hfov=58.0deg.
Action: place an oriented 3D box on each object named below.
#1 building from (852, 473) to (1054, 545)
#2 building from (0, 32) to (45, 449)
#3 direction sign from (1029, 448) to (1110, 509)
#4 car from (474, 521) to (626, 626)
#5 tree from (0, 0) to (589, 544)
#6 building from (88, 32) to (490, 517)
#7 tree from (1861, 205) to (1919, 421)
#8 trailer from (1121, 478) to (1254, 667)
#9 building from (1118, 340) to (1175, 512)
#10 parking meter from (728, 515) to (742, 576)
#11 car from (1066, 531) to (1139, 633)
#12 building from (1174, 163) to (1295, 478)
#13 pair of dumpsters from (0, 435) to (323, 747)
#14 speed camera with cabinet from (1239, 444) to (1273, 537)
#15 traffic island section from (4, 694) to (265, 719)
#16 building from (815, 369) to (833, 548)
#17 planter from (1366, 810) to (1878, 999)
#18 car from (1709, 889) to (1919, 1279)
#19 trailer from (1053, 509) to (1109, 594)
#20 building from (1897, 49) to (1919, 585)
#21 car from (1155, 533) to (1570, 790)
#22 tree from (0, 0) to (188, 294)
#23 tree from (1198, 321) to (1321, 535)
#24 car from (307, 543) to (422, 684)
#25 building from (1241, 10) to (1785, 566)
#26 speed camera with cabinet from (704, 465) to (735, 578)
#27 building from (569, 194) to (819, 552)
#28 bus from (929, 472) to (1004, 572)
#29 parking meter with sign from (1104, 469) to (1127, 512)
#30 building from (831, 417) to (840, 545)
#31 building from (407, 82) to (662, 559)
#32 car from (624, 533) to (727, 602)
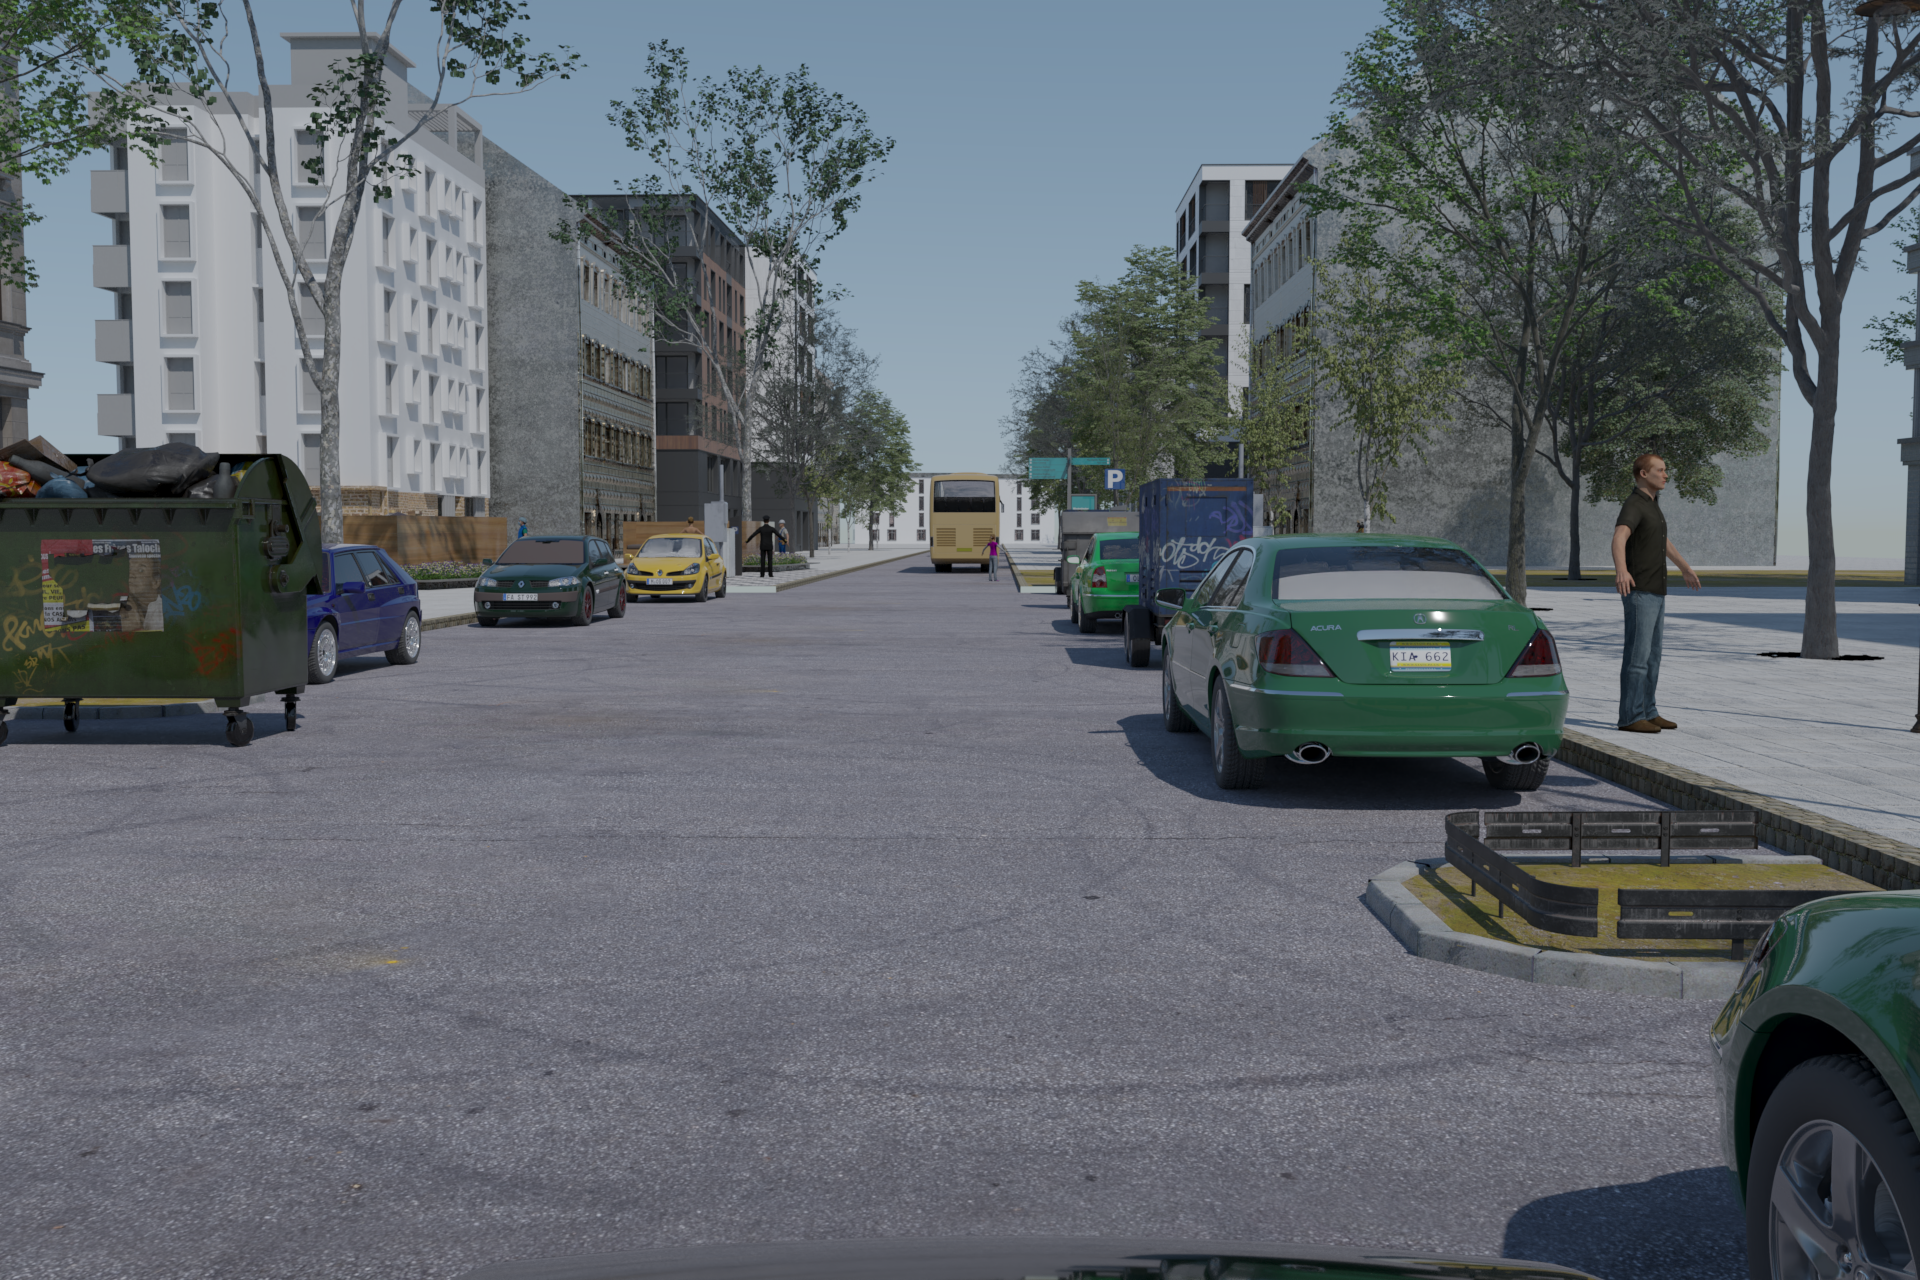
[{"bbox_3d":[-0.838,-17.904,237.334,28.070,9.664,9.099,0,4,-8],"label":"building"},{"bbox_3d":[-29.487,-10.744,25.627,10.553,20.879,40.483,0,4,2],"label":"building"},{"bbox_3d":[3.396,-3.960,53.514,2.525,3.948,1.411,0,4,2],"label":"direction sign"},{"bbox_3d":[-6.616,-1.126,28.198,2.009,1.686,4.222,0,4,1],"label":"car"},{"bbox_3d":[-12.811,-10.869,33.606,12.611,20.169,13.585,0,3,0],"label":"tree"},{"bbox_3d":[-26.995,-12.872,66.879,16.016,20.090,11.380,0,4,2],"label":"building"},{"bbox_3d":[28.300,-7.375,46.331,9.928,11.665,9.643,0,3,0],"label":"tree"},{"bbox_3d":[2.565,-0.771,19.655,1.471,1.999,3.904,0,4,1],"label":"trailer"},{"bbox_3d":[24.624,-18.287,165.442,16.747,18.905,31.486,0,4,1],"label":"building"},{"bbox_3d":[-6.903,-2.903,53.175,0.399,1.863,0.255,0,4,3],"label":"parking meter"},{"bbox_3d":[2.631,-1.077,26.401,1.959,1.807,4.718,0,4,1],"label":"car"},{"bbox_3d":[27.591,-16.390,111.953,27.936,21.610,32.646,0,4,1],"label":"building"},{"bbox_3d":[-6.881,-0.433,12.037,4.436,2.255,1.574,0,4,1],"label":"pair of dumpsters"},{"bbox_3d":[6.336,-2.634,37.401,0.660,3.252,2.038,0,4,2],"label":"speed camera with cabinet"},{"bbox_3d":[-6.962,0.518,14.391,1.991,0.108,1.994,0,4,2],"label":"traffic island section"},{"bbox_3d":[-22.485,-20.509,166.249,19.493,23.208,18.063,0,4,1],"label":"building"},{"bbox_3d":[2.559,0.907,6.313,1.991,0.319,1.994,0,4,2],"label":"planter"},{"bbox_3d":[2.165,0.655,1.096,2.131,1.459,4.920,0,4,1],"label":"car"},{"bbox_3d":[3.007,-2.144,42.106,1.471,1.999,3.904,0,4,1],"label":"trailer"},{"bbox_3d":[25.844,-11.320,31.755,8.464,21.280,15.925,0,4,1],"label":"building"},{"bbox_3d":[2.378,0.041,11.135,2.131,1.459,4.920,0,4,1],"label":"car"},{"bbox_3d":[-12.821,-5.750,19.761,9.928,11.665,9.643,0,3,0],"label":"tree"},{"bbox_3d":[10.475,-6.646,59.023,4.737,8.622,4.395,0,3,0],"label":"tree"},{"bbox_3d":[-6.881,-0.316,17.747,1.945,1.354,3.894,0,4,1],"label":"car"},{"bbox_3d":[23.590,-15.096,77.752,19.493,23.208,18.063,0,4,2],"label":"building"},{"bbox_3d":[-6.982,-3.422,50.279,0.660,3.252,2.038,0,4,2],"label":"speed camera with cabinet"},{"bbox_3d":[-25.734,-16.940,120.949,27.936,21.610,32.646,0,4,2],"label":"building"},{"bbox_3d":[0.303,-4.678,68.030,2.896,3.916,12.252,0,4,1],"label":"bus"},{"bbox_3d":[4.115,-3.015,45.552,0.543,3.016,1.738,0,4,2],"label":"parking meter with sign"},{"bbox_3d":[-24.666,-23.240,210.902,19.493,23.208,18.063,0,4,1],"label":"building"},{"bbox_3d":[-26.884,-15.852,90.110,19.493,23.208,18.063,0,4,1],"label":"building"},{"bbox_3d":[-6.140,-1.669,37.518,2.015,1.641,3.980,0,4,1],"label":"car"}]
